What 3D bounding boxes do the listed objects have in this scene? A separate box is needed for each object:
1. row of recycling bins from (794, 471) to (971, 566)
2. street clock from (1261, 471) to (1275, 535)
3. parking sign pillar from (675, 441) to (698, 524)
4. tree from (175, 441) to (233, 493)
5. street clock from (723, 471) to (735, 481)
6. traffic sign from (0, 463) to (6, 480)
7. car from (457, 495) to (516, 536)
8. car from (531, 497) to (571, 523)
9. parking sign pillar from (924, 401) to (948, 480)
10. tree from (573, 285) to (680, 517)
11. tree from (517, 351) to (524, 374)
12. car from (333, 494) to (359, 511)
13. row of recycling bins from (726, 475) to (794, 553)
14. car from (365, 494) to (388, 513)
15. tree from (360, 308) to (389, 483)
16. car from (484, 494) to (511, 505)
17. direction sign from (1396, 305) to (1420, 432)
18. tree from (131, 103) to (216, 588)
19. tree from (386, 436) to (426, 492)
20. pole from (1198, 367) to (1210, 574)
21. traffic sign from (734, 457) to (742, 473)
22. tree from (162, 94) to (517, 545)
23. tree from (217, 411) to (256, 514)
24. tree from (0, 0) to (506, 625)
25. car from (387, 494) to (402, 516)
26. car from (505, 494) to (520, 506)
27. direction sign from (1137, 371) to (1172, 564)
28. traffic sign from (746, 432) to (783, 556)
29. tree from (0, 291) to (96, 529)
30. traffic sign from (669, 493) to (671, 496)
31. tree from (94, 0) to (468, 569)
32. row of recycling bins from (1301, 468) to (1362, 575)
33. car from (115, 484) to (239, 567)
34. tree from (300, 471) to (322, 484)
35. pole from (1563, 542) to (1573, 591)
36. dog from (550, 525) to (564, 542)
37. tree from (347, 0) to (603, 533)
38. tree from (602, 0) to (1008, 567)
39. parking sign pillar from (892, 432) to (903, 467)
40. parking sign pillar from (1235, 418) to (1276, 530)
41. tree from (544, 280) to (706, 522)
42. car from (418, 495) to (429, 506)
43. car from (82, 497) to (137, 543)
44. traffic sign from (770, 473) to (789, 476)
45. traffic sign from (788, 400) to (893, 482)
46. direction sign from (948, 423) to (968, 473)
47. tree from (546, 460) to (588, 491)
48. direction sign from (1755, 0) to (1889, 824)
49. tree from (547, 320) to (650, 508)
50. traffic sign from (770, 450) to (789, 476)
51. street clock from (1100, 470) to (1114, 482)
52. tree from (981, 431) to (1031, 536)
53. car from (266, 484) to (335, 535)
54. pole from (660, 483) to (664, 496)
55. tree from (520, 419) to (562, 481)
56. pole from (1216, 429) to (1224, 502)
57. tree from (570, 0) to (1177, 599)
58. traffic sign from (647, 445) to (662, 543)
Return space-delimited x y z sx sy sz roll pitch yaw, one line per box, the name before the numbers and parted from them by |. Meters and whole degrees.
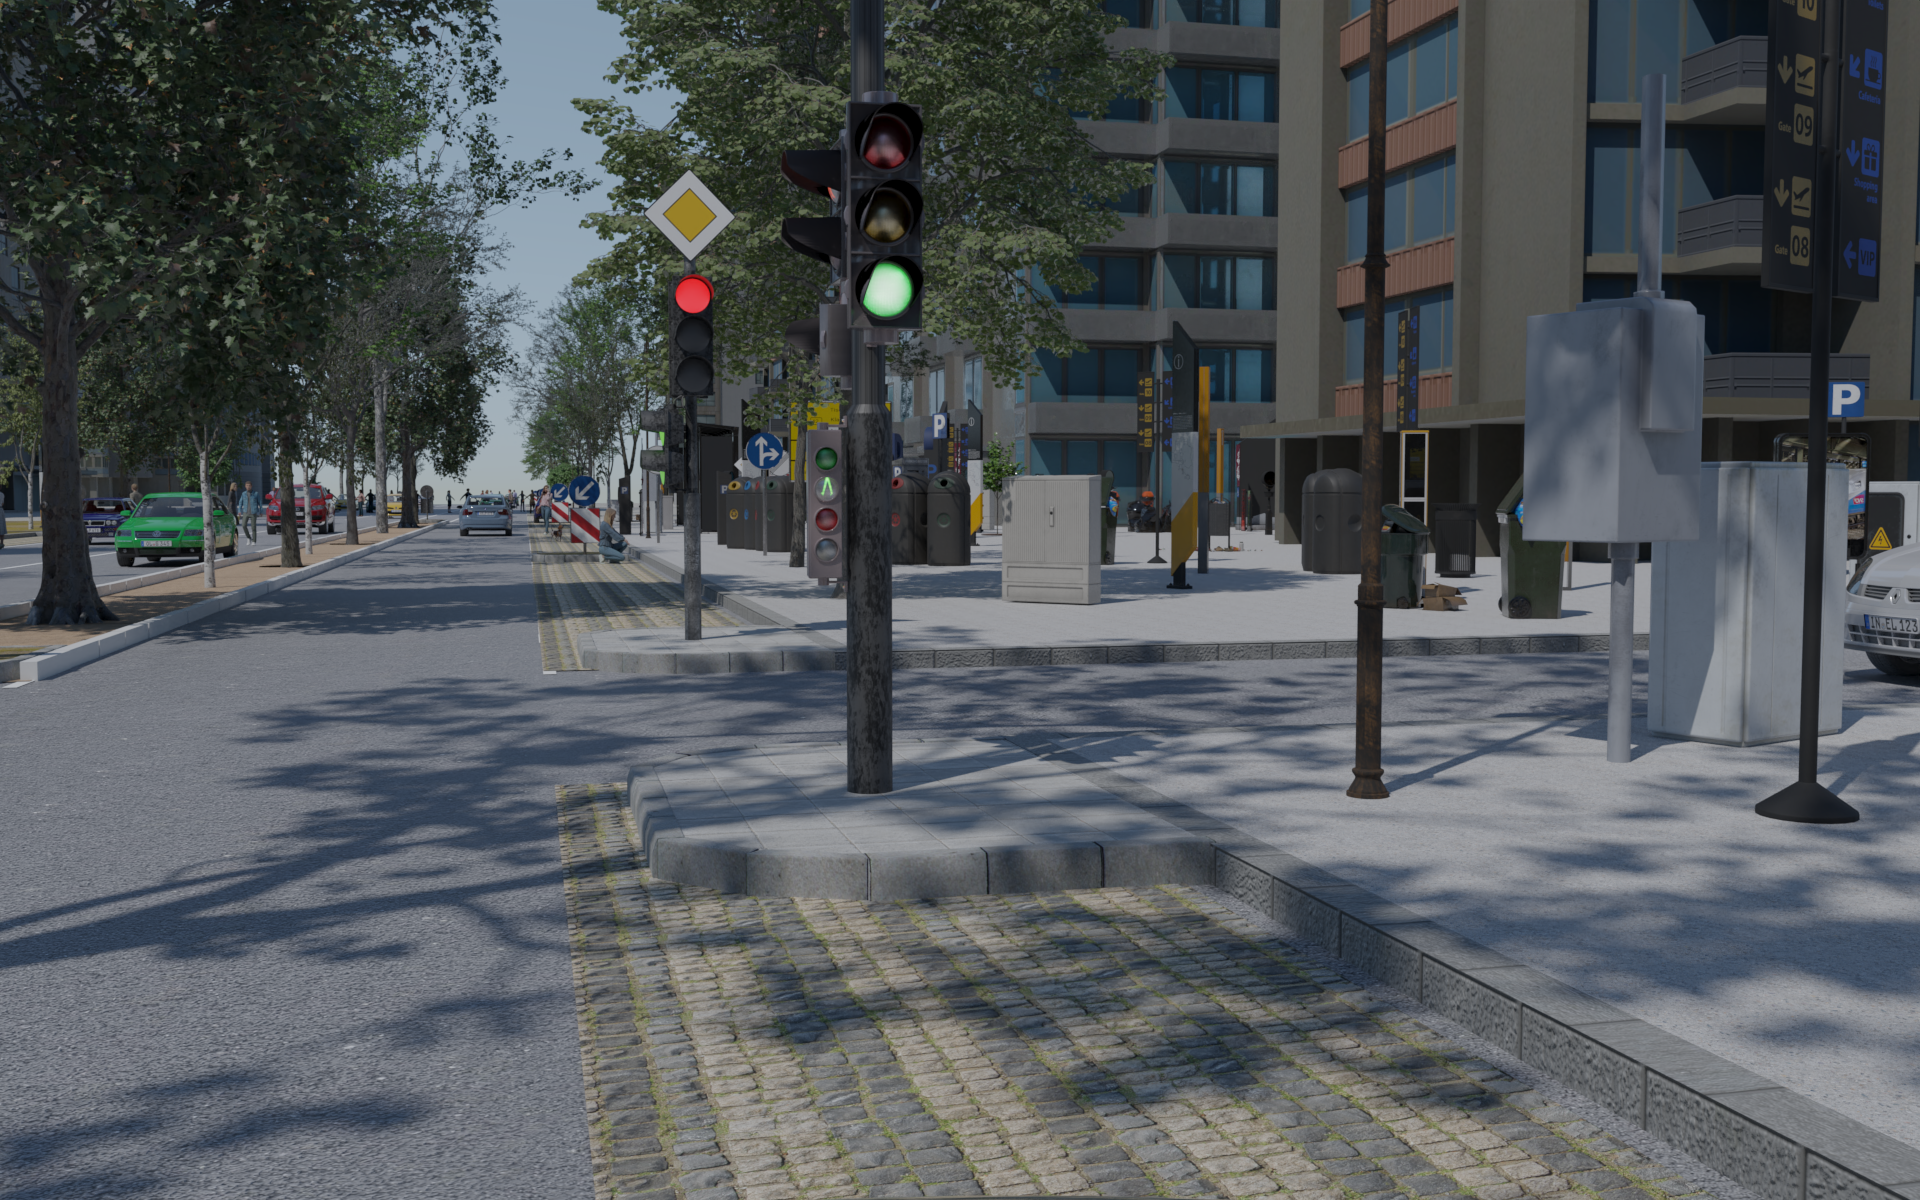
row of recycling bins | -1.302 -1.515 31.881 3.534 1.692 1.069 2 4 34
street clock | 9.665 -3.033 54.162 0.471 2.002 0.358 -1 4 -12
parking sign pillar | -11.733 -5.324 75.519 1.447 3.967 1.447 1 4 10
tree | -41.876 -6.872 96.070 4.285 4.588 4.351 0 3 0
street clock | -7.248 -3.037 54.221 0.358 2.002 0.471 1 4 17
traffic sign | -37.403 -4.102 67.174 0.768 2.556 0.104 -1 4 -12
car | -16.432 -2.941 60.085 2.014 1.417 4.499 -1 4 -14
car | -20.336 -4.503 86.207 1.945 1.354 3.894 -1 4 -13
parking sign pillar | -0.691 -3.746 49.716 1.447 3.967 1.447 1 4 12
tree | -21.251 -11.518 98.683 12.009 13.543 11.850 0 3 0
tree | -23.241 -9.359 72.486 9.611 12.733 9.660 0 3 0
car | -52.360 -8.418 147.864 2.015 1.641 3.980 -1 4 -13
row of recycling bins | -4.429 -1.984 39.547 1.069 1.692 3.534 -2 4 -26
car | -45.017 -7.498 134.392 2.131 1.459 4.920 -1 4 -14
tree | -15.315 -5.360 40.461 4.360 8.622 3.978 0 3 0
car | -29.045 -5.876 107.876 2.131 1.459 4.920 -1 4 -16
direction sign | 5.492 -1.792 21.296 0.379 3.537 0.876 0 4 -1
tree | -11.334 -4.467 25.861 4.360 8.622 3.978 0 3 0
tree | -76.927 -18.539 237.524 7.601 10.594 8.767 -2 4 -32
pole | 3.928 -2.082 27.880 0.158 3.312 0.155 0 3 0
traffic sign | -5.445 -2.668 44.807 0.795 2.450 0.064 -1 4 -9
tree | -17.139 -8.291 48.380 12.009 13.543 11.850 0 3 0
tree | -47.148 -9.890 112.066 4.737 8.622 4.395 0 3 0
tree | -9.911 -6.076 18.801 9.611 12.733 9.660 0 3 0
car | -32.962 -5.587 101.563 2.015 1.641 3.980 -1 4 -15
car | -54.024 -12.024 208.381 2.131 1.459 4.920 -1 4 -16
direction sign | 3.660 -2.449 32.031 0.876 3.537 0.379 3 4 36
traffic sign | -4.051 -2.191 35.936 0.768 2.556 0.104 0 4 -8
tree | -33.814 -6.888 62.979 4.737 8.622 4.395 0 3 0
traffic sign | -15.080 -5.501 90.040 0.768 2.556 0.104 -1 4 -9
tree | -13.147 -6.436 33.434 9.928 11.665 9.643 0 3 0
row of recycling bins | 6.265 -1.353 29.229 1.069 1.692 3.534 0 4 7
car | -16.122 -1.649 35.761 1.959 1.807 4.718 -1 4 -14
tree | -53.719 -9.121 143.723 1.663 3.219 1.824 0 3 0
pole | 8.049 -1.781 22.960 0.158 3.312 0.155 0 3 0
dog | -12.096 -1.999 51.975 0.540 0.507 0.406 0 4 6
tree | -19.527 -12.429 61.566 12.611 20.169 13.585 0 3 0
tree | -2.546 -5.861 30.248 7.601 10.594 8.767 -2 4 -25
parking sign pillar | -2.196 -4.111 55.683 1.447 3.967 1.447 1 4 12
parking sign pillar | 10.572 -4.487 61.833 1.447 3.967 1.447 0 4 -1
tree | -15.236 -9.410 79.612 9.928 11.665 9.643 0 3 0
car | -58.789 -10.830 189.432 2.083 1.381 4.827 -1 4 -13
car | -24.701 -2.286 49.955 1.945 1.354 3.894 -1 4 -16
traffic sign | -6.029 -3.482 56.936 0.884 2.594 0.081 -1 4 -11
traffic sign | -2.596 -2.682 37.717 2.265 3.308 0.079 -1 4 -11
direction sign | -0.081 -3.891 55.616 0.876 3.537 0.379 0 4 2
tree | -42.176 -12.224 183.581 4.285 4.588 4.351 0 3 0
direction sign | 3.379 -0.906 6.806 0.876 3.537 0.379 -3 4 -37
tree | -14.983 -7.472 72.522 4.360 8.622 3.978 0 3 0
traffic sign | -5.187 -3.044 49.868 0.768 2.556 0.104 -1 4 -10
street clock | 4.408 -2.902 52.019 0.358 2.002 0.471 3 5 40
tree | 1.075 -3.614 53.695 1.663 3.219 1.824 0 3 0
car | -23.931 -3.319 62.941 2.281 1.827 5.304 -1 4 -16
pole | -14.910 -5.681 86.723 0.158 3.312 0.155 0 3 0
tree | -55.429 -19.298 233.652 7.486 12.596 7.792 0 3 0
pole | 8.107 -3.678 53.979 0.158 3.312 0.155 0 3 0
tree | -0.971 -6.303 21.183 7.486 12.596 7.792 0 3 0
traffic sign | -7.889 -2.761 45.246 0.768 2.556 0.104 -1 4 -13
